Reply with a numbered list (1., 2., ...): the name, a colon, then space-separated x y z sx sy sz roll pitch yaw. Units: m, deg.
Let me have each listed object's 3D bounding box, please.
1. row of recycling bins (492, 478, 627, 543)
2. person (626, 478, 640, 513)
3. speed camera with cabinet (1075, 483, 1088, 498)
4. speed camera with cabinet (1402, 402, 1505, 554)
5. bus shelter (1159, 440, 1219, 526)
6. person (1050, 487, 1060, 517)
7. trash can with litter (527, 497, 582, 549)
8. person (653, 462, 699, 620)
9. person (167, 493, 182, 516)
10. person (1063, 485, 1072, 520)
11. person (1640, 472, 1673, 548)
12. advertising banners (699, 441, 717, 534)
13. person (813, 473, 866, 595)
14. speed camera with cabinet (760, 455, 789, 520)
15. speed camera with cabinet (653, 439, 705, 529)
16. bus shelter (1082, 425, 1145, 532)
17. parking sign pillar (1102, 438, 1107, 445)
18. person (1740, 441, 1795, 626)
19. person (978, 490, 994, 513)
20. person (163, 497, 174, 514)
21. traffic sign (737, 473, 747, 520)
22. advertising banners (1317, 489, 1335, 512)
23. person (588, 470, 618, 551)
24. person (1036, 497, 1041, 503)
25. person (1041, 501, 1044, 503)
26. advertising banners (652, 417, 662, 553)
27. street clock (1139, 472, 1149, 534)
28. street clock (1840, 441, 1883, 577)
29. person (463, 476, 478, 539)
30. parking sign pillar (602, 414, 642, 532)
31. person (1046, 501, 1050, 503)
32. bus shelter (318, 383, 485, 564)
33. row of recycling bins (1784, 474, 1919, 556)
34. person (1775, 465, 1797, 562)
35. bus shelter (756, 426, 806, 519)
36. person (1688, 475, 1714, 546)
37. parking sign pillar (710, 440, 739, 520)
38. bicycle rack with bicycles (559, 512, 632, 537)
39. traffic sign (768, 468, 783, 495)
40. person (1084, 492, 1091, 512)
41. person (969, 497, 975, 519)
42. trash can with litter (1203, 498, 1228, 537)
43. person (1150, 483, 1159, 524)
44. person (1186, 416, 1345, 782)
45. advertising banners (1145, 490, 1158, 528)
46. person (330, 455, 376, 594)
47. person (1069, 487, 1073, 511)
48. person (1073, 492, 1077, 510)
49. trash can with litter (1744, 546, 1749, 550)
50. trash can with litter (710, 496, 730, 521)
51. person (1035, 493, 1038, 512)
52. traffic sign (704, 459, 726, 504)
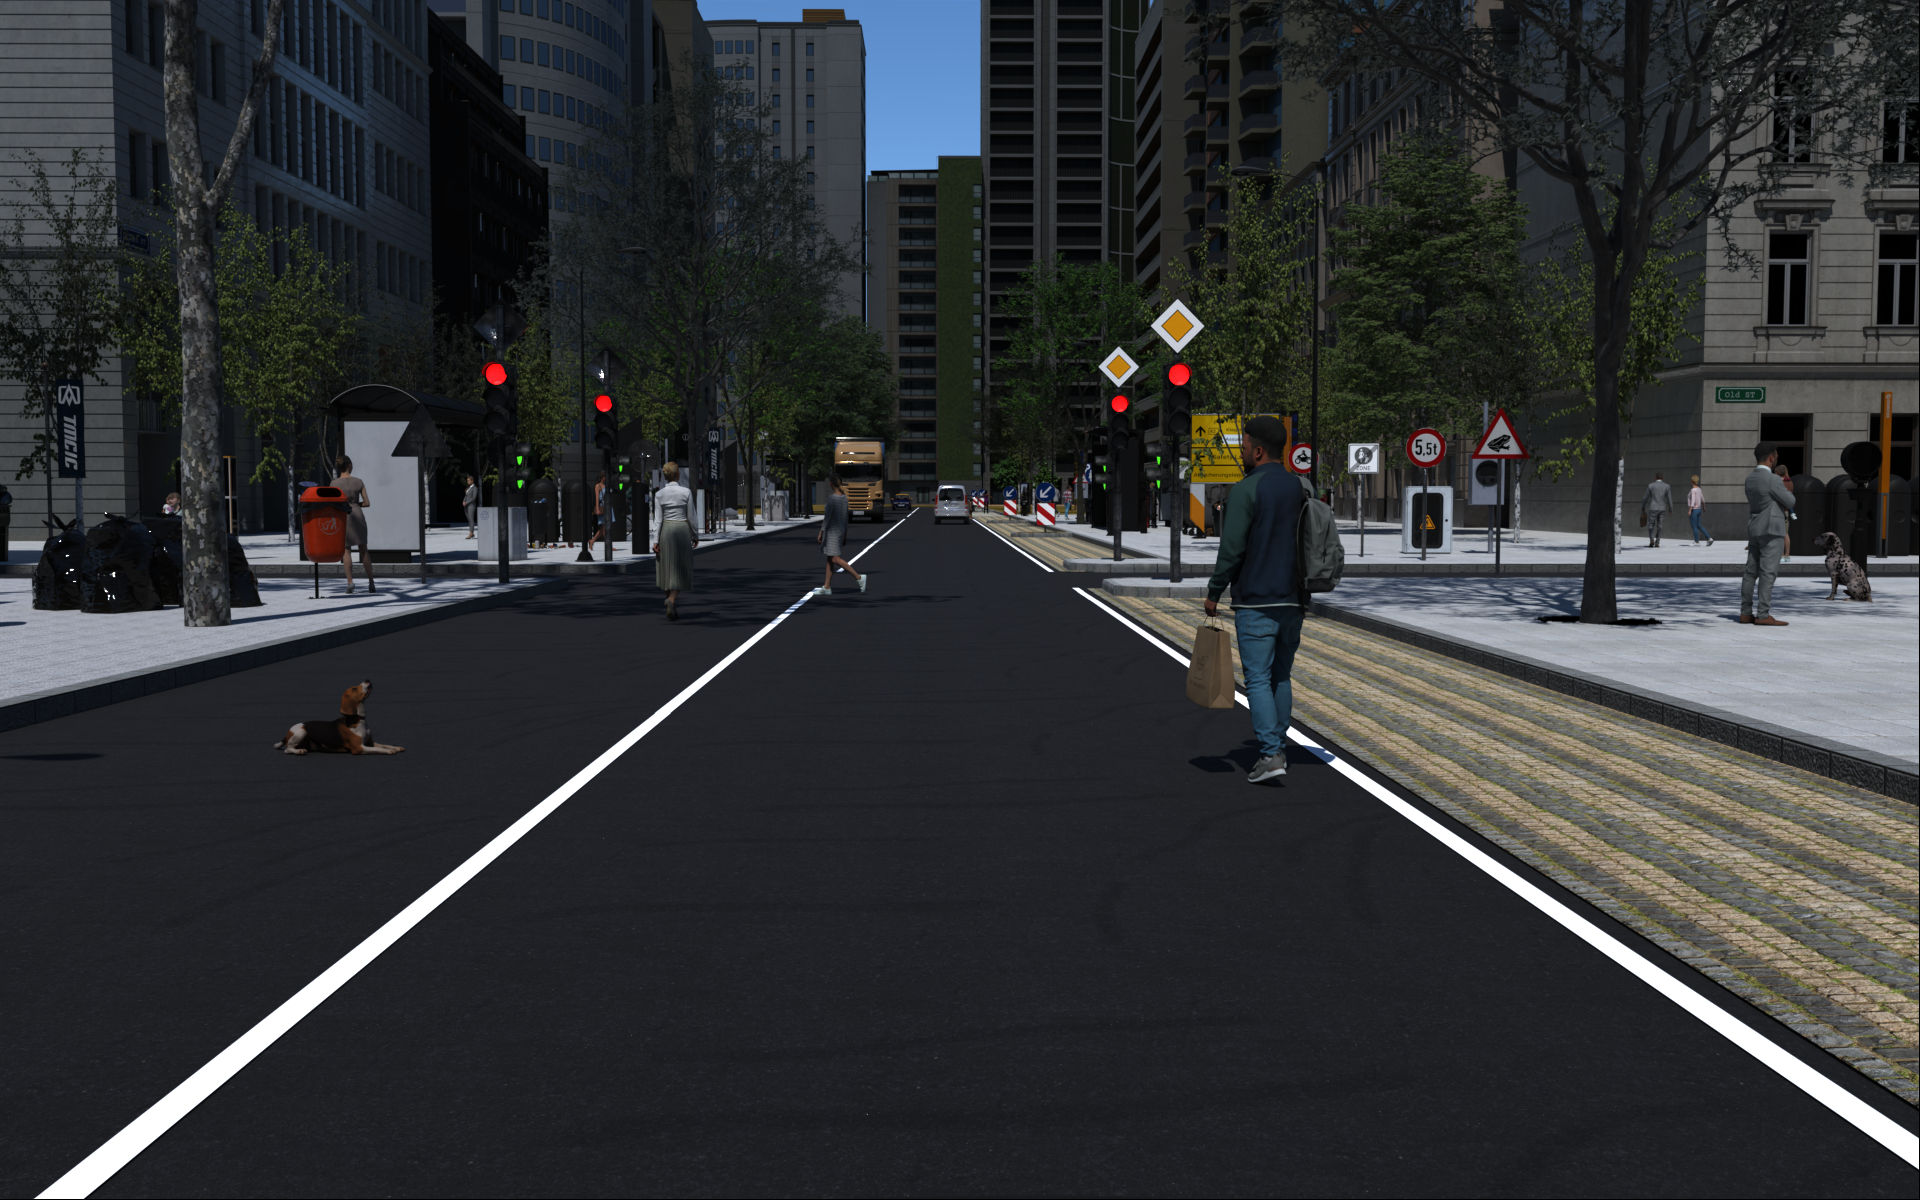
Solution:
1. row of recycling bins: -10.605 -2.380 46.023 3.534 1.692 1.069 -2 4 -28
2. person: -10.666 -3.131 57.222 0.794 1.824 0.713 -2 4 -33
3. speed camera with cabinet: 7.441 -6.255 96.608 2.038 3.252 0.660 0 4 -6
4. speed camera with cabinet: 10.561 -2.615 37.086 2.038 3.252 0.660 0 4 7
5. bus shelter: 8.698 -4.409 66.006 2.014 3.302 5.546 0 4 -1
6. person: 5.370 -5.560 96.800 0.795 1.843 0.661 3 5 44
7. trash can with litter: -9.698 -1.849 41.297 1.678 1.210 2.233 2 4 30
8. person: -3.261 -0.671 19.701 0.478 1.798 0.641 1 4 11
9. person: -11.004 -0.862 24.409 0.425 1.301 0.394 0 4 4
10. person: 5.357 -4.877 86.616 0.643 1.720 0.563 -3 4 -38
11. person: 16.734 -2.168 41.614 0.709 1.813 0.853 1 4 13
12. advertising banners: -8.162 -3.651 55.889 0.090 3.025 2.074 0 4 7
13. person: -1.715 -0.939 24.609 0.760 1.731 0.466 0 4 -4
14. speed camera with cabinet: -9.278 -5.646 86.652 0.660 3.252 2.038 -2 4 -34
15. speed camera with cabinet: -10.080 -4.175 62.592 2.038 3.252 0.660 -3 5 -39
16. bus shelter: 5.483 -4.332 62.112 1.731 3.624 6.357 0 4 -1
17. parking sign pillar: 7.357 -5.731 82.168 1.447 3.967 1.447 0 4 7
18. person: 7.959 -0.659 17.006 0.466 1.800 0.511 -1 4 -21
19. person: 1.951 -7.272 128.085 1.217 1.739 0.721 1 4 12
20. person: -20.910 -2.129 45.871 0.505 1.210 0.382 -3 5 -44
21. traffic sign: -10.519 -5.018 84.167 0.606 2.300 0.079 0 4 2
22. advertising banners: 8.199 -2.806 42.064 0.090 3.025 2.074 -3 5 -44
23. person: -8.068 -2.007 38.959 0.778 1.811 0.616 1 4 21
24. person: 5.359 -6.816 118.303 0.721 1.723 1.217 -1 4 -9
25. person: 6.529 -7.853 135.162 0.721 1.736 1.217 -2 4 -24
26. advertising banners: -6.765 -2.602 38.727 0.090 3.025 2.074 0 4 -5
27. street clock: 5.982 -3.164 56.307 0.358 2.002 0.471 1 4 19
28. street clock: 12.429 -1.184 23.929 0.471 2.002 0.358 0 4 5
29. person: -14.028 -2.634 49.387 0.520 1.790 0.573 2 4 31
30. parking sign pillar: -11.429 -4.291 58.633 1.447 3.967 1.447 -1 4 -17
31. person: 7.840 -9.082 154.534 1.348 1.824 0.705 -2 4 -34
32. bus shelter: -10.715 -2.476 34.404 2.014 3.302 5.546 0 4 -1
33. row of recycling bins: 18.911 -1.775 36.142 3.534 1.692 1.069 0 4 -3
34. person: 15.456 -1.627 32.612 0.573 1.828 0.580 1 4 13
35. bus shelter: -9.684 -7.119 94.025 2.179 5.291 8.768 0 4 -1
36. person: 18.150 -2.182 42.395 0.598 1.740 0.731 2 4 32
37. parking sign pillar: -11.819 -6.008 86.695 1.447 3.967 1.447 -1 4 -19
38. bicycle rack with bicycles: -10.976 -2.292 50.859 2.925 0.926 2.852 -1 4 -16
39. traffic sign: -8.905 -5.107 83.599 0.768 2.556 0.104 0 4 1
40. person: 8.879 -7.008 121.445 1.217 1.723 0.721 0 4 -2
41. person: 0.680 -5.255 99.082 0.373 1.253 0.362 2 4 34
42. trash can with litter: 7.652 -2.479 51.926 0.624 1.170 1.055 -2 4 -33
43. person: 8.360 -4.181 74.822 0.576 1.772 0.534 -2 4 -35
44. person: 1.500 -0.013 8.700 0.794 1.824 0.713 0 4 -8
45. advertising banners: 7.100 -4.242 65.551 0.090 3.025 2.074 -1 4 -14
46. person: -7.835 -0.974 22.307 0.599 1.781 0.374 -2 4 -31
47. person: 8.612 -7.831 134.166 0.705 1.812 1.348 0 4 7
48. person: 9.362 -8.191 139.960 1.348 1.824 0.705 3 5 43
49. trash can with litter: 17.681 -1.604 37.610 1.055 1.170 0.624 0 4 -2
50. trash can with litter: -11.468 -4.359 82.319 1.678 1.210 2.233 -1 4 -23
51. person: 5.639 -7.270 125.354 0.568 1.767 0.683 -2 4 -33
52. traffic sign: -8.497 -3.667 60.056 0.768 2.556 0.104 0 4 4
